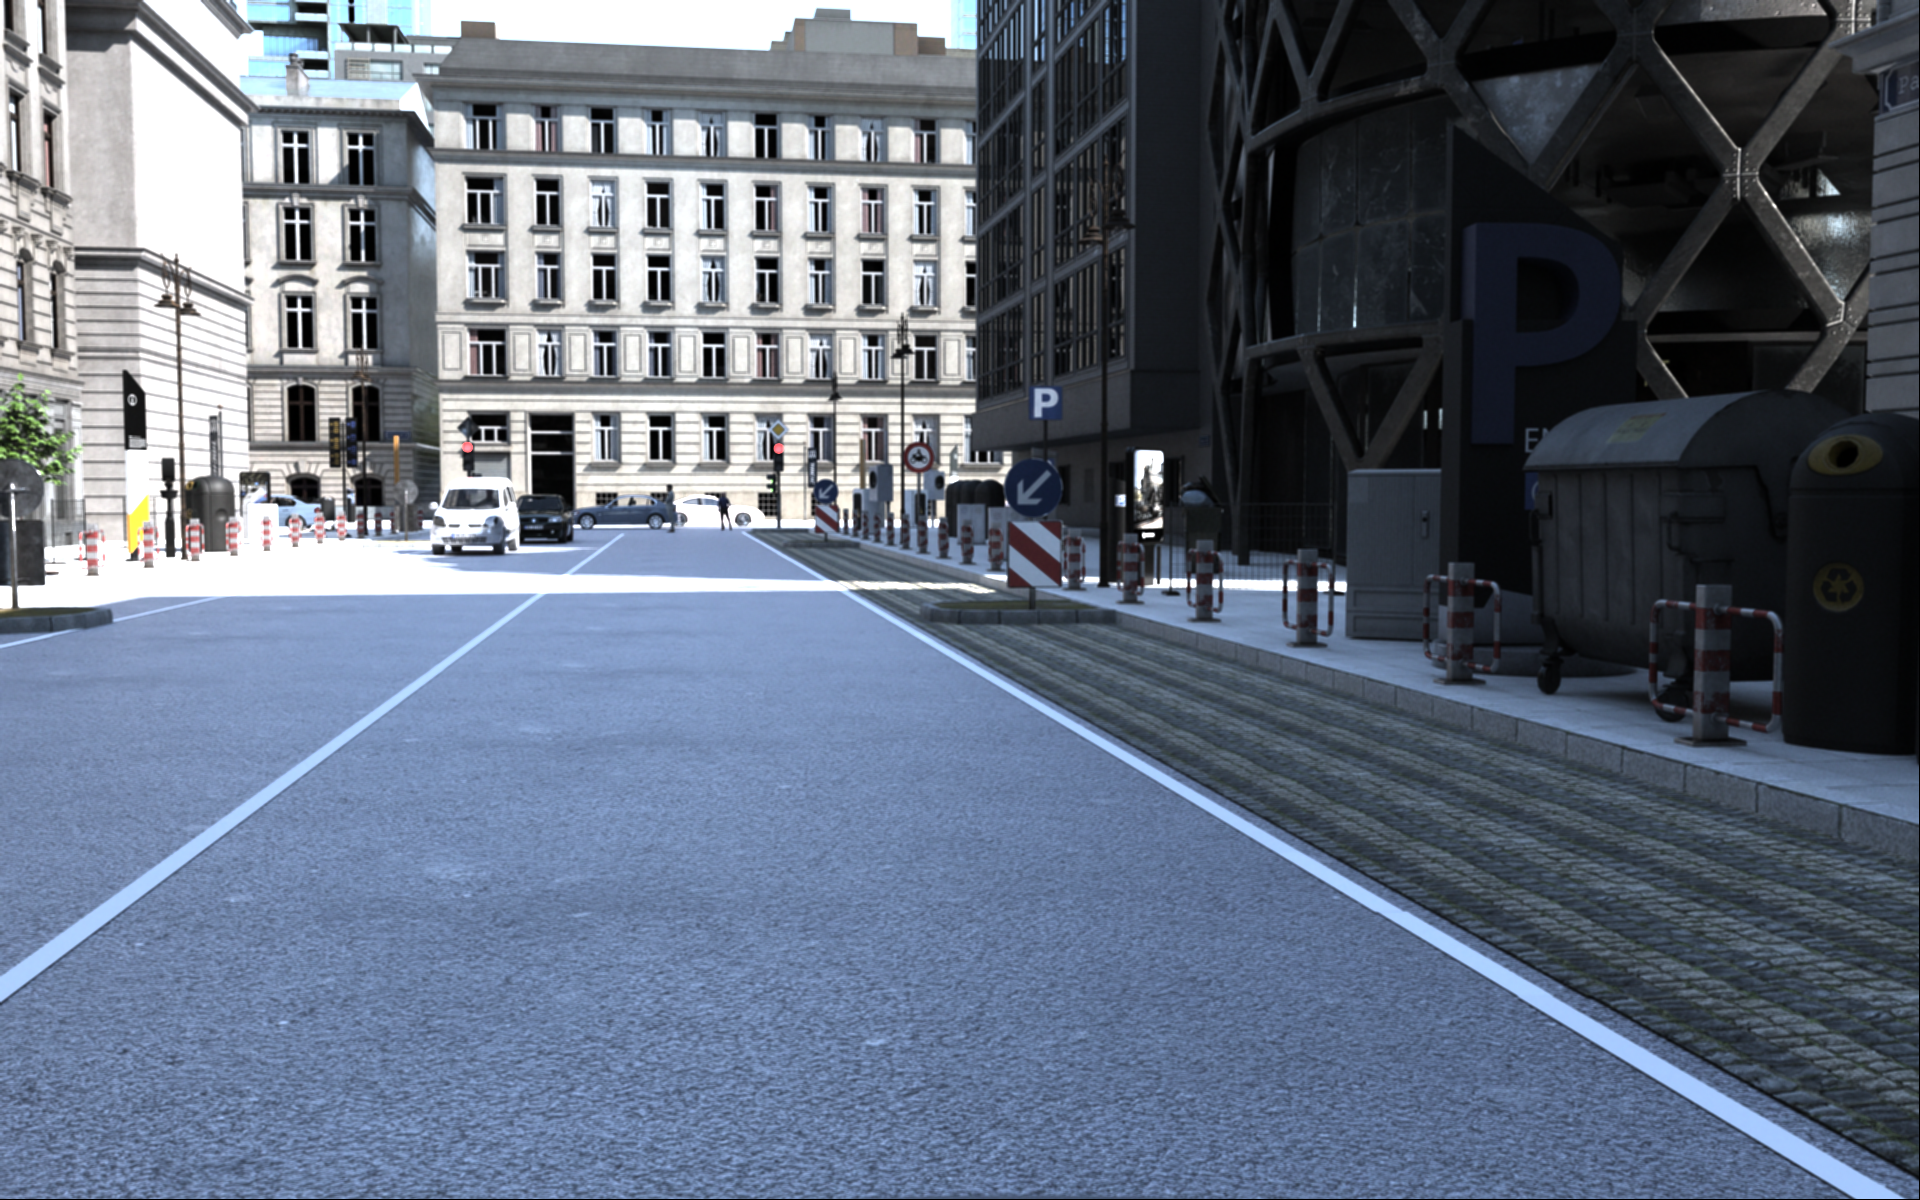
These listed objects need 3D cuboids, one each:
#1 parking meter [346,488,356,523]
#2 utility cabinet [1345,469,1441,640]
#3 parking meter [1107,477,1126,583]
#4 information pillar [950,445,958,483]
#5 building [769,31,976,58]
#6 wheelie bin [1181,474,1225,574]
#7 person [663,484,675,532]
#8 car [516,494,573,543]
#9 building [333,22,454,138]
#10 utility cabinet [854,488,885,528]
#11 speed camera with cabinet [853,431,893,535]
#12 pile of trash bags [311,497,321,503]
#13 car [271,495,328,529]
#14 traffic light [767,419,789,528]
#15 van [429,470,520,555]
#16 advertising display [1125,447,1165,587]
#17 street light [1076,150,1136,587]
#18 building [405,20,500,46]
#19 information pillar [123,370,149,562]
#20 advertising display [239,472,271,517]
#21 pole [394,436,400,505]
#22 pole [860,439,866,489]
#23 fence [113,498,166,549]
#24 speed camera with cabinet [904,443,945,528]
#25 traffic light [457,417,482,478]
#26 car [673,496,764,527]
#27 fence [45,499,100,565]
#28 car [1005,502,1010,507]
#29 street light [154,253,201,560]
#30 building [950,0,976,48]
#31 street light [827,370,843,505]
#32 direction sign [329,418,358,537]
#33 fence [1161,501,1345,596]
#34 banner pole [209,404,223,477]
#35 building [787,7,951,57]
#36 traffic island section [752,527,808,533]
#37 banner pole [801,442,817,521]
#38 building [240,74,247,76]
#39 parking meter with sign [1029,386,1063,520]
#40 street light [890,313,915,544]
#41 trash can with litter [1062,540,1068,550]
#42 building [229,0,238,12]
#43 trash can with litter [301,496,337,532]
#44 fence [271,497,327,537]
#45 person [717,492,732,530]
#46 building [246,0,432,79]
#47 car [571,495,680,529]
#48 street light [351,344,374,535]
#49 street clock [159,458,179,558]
[{"bbox_3d":[-27.206,-4.217,77.367,0.372,1.533,0.369,0,3,0],"label":"parking meter"},{"bbox_3d":[3.992,-0.395,15.131,1.173,1.500,0.318,2,4,29],"label":"utility cabinet"},{"bbox_3d":[2.311,-1.020,25.092,0.372,1.533,0.369,0,3,0],"label":"parking meter"},{"bbox_3d":[-0.284,-5.576,82.523,0.183,3.616,0.504,3,5,39],"label":"information pillar"},{"bbox_3d":[-9.403,-34.046,180.357,21.300,48.544,21.600,-1,4,-9],"label":"building"},{"bbox_3d":[3.914,-1.231,28.041,0.693,1.594,0.980,0,4,4],"label":"wheelie bin"},{"bbox_3d":[-10.940,-3.446,65.025,0.466,1.800,0.511,-1,4,-21],"label":"person"},{"bbox_3d":[-12.476,-2.549,51.463,2.009,1.686,4.222,-1,4,-8],"label":"car"},{"bbox_3d":[-46.972,-28.788,154.282,14.154,41.232,14.086,-1,4,-9],"label":"building"},{"bbox_3d":[-3.414,-3.469,65.393,1.173,1.500,0.318,0,4,-3],"label":"utility cabinet"},{"bbox_3d":[-2.760,-3.686,54.594,0.660,3.252,2.038,-2,4,-25],"label":"speed camera with cabinet"},{"bbox_3d":[-30.868,-4.275,79.648,3.447,1.369,1.912,1,4,22],"label":"pile of trash bags"},{"bbox_3d":[-26.781,-3.350,66.773,4.499,1.417,2.014,-1,4,-10],"label":"car"},{"bbox_3d":[-6.822,-4.650,64.952,0.839,4.253,0.868,-1,4,-9],"label":"traffic light"},{"bbox_3d":[-11.758,-2.147,42.115,2.013,2.044,4.112,0,4,-7],"label":"van"},{"bbox_3d":[2.579,-1.156,24.116,0.123,1.923,0.974,2,4,33],"label":"advertising display"},{"bbox_3d":[1.981,-3.116,23.732,0.468,5.910,1.993,-1,4,-9],"label":"street light"},{"bbox_3d":[-49.339,-31.680,168.075,14.600,45.320,14.200,-1,4,-9],"label":"building"},{"bbox_3d":[-15.639,-2.539,32.863,0.183,3.616,0.504,1,4,17],"label":"information pillar"},{"bbox_3d":[-20.412,-2.750,50.178,0.974,1.923,0.123,1,4,17],"label":"advertising display"},{"bbox_3d":[-19.676,-4.079,60.541,0.158,3.312,0.155,0,3,0],"label":"pole"},{"bbox_3d":[-3.607,-4.309,64.295,0.158,3.312,0.155,0,3,0],"label":"pole"},{"bbox_3d":[-19.794,-1.872,41.818,0.480,1.192,2.264,0,4,-7],"label":"fence"},{"bbox_3d":[-1.395,-4.379,65.940,0.660,3.252,2.038,3,4,36],"label":"speed camera with cabinet"},{"bbox_3d":[-17.885,-4.539,63.141,0.839,4.253,0.868,-1,4,-9],"label":"traffic light"},{"bbox_3d":[-11.159,-3.959,77.091,4.827,1.381,2.083,-1,4,-10],"label":"car"},{"bbox_3d":[-16.751,-1.307,32.572,0.480,1.192,2.264,-1,4,-12],"label":"fence"},{"bbox_3d":[4.209,-3.988,77.564,4.827,1.381,2.083,0,4,-7],"label":"car"},{"bbox_3d":[-15.041,-3.709,33.424,0.468,5.910,1.993,-1,4,-9],"label":"street light"},{"bbox_3d":[10.954,-57.855,258.594,31.000,86.520,22.319,-1,4,-9],"label":"building"},{"bbox_3d":[-4.684,-5.632,64.873,0.468,5.910,1.993,-1,4,-9],"label":"street light"},{"bbox_3d":[-18.273,-3.632,51.379,0.876,3.537,0.379,1,4,9],"label":"direction sign"},{"bbox_3d":[3.733,-0.666,22.085,2.264,1.192,0.480,0,4,-1],"label":"fence"},{"bbox_3d":[-20.818,-3.581,48.570,0.863,3.779,0.401,3,5,40],"label":"banner pole"},{"bbox_3d":[-8.941,-31.322,162.231,14.600,45.320,14.200,-1,4,-9],"label":"building"},{"bbox_3d":[-6.781,-2.617,65.073,2.009,0.180,2.903,-1,4,-9],"label":"traffic island section"},{"bbox_3d":[-7.173,-5.656,82.496,0.863,3.779,0.401,1,4,18],"label":"banner pole"},{"bbox_3d":[-91.095,-35.235,195.698,30.456,49.044,23.786,-1,4,-9],"label":"building"},{"bbox_3d":[1.444,-1.992,28.830,0.543,3.016,1.738,0,4,4],"label":"parking meter with sign"},{"bbox_3d":[-1.468,-4.373,44.286,0.468,5.910,1.993,-1,4,-9],"label":"street light"},{"bbox_3d":[2.002,-1.731,39.693,1.055,1.170,0.624,3,5,40],"label":"trash can with litter"},{"bbox_3d":[-111.585,-48.895,237.679,20.611,71.187,20.563,-1,4,-9],"label":"building"},{"bbox_3d":[-22.181,-2.974,59.681,1.678,1.210,2.233,2,4,35],"label":"trash can with litter"},{"bbox_3d":[-19.892,-2.438,51.069,2.264,1.192,0.480,-1,4,-18],"label":"fence"},{"bbox_3d":[-9.312,-3.525,68.827,0.574,1.496,0.600,0,4,6],"label":"person"},{"bbox_3d":[-85.858,-56.904,243.052,31.000,86.520,22.319,-1,4,-9],"label":"building"},{"bbox_3d":[-13.841,-3.633,71.402,4.499,1.417,2.014,-1,4,-11],"label":"car"},{"bbox_3d":[-18.443,-4.942,53.581,0.468,5.910,1.993,-1,4,-9],"label":"street light"},{"bbox_3d":[-15.880,-1.848,34.787,0.358,2.002,0.471,-1,4,-23],"label":"street clock"}]
